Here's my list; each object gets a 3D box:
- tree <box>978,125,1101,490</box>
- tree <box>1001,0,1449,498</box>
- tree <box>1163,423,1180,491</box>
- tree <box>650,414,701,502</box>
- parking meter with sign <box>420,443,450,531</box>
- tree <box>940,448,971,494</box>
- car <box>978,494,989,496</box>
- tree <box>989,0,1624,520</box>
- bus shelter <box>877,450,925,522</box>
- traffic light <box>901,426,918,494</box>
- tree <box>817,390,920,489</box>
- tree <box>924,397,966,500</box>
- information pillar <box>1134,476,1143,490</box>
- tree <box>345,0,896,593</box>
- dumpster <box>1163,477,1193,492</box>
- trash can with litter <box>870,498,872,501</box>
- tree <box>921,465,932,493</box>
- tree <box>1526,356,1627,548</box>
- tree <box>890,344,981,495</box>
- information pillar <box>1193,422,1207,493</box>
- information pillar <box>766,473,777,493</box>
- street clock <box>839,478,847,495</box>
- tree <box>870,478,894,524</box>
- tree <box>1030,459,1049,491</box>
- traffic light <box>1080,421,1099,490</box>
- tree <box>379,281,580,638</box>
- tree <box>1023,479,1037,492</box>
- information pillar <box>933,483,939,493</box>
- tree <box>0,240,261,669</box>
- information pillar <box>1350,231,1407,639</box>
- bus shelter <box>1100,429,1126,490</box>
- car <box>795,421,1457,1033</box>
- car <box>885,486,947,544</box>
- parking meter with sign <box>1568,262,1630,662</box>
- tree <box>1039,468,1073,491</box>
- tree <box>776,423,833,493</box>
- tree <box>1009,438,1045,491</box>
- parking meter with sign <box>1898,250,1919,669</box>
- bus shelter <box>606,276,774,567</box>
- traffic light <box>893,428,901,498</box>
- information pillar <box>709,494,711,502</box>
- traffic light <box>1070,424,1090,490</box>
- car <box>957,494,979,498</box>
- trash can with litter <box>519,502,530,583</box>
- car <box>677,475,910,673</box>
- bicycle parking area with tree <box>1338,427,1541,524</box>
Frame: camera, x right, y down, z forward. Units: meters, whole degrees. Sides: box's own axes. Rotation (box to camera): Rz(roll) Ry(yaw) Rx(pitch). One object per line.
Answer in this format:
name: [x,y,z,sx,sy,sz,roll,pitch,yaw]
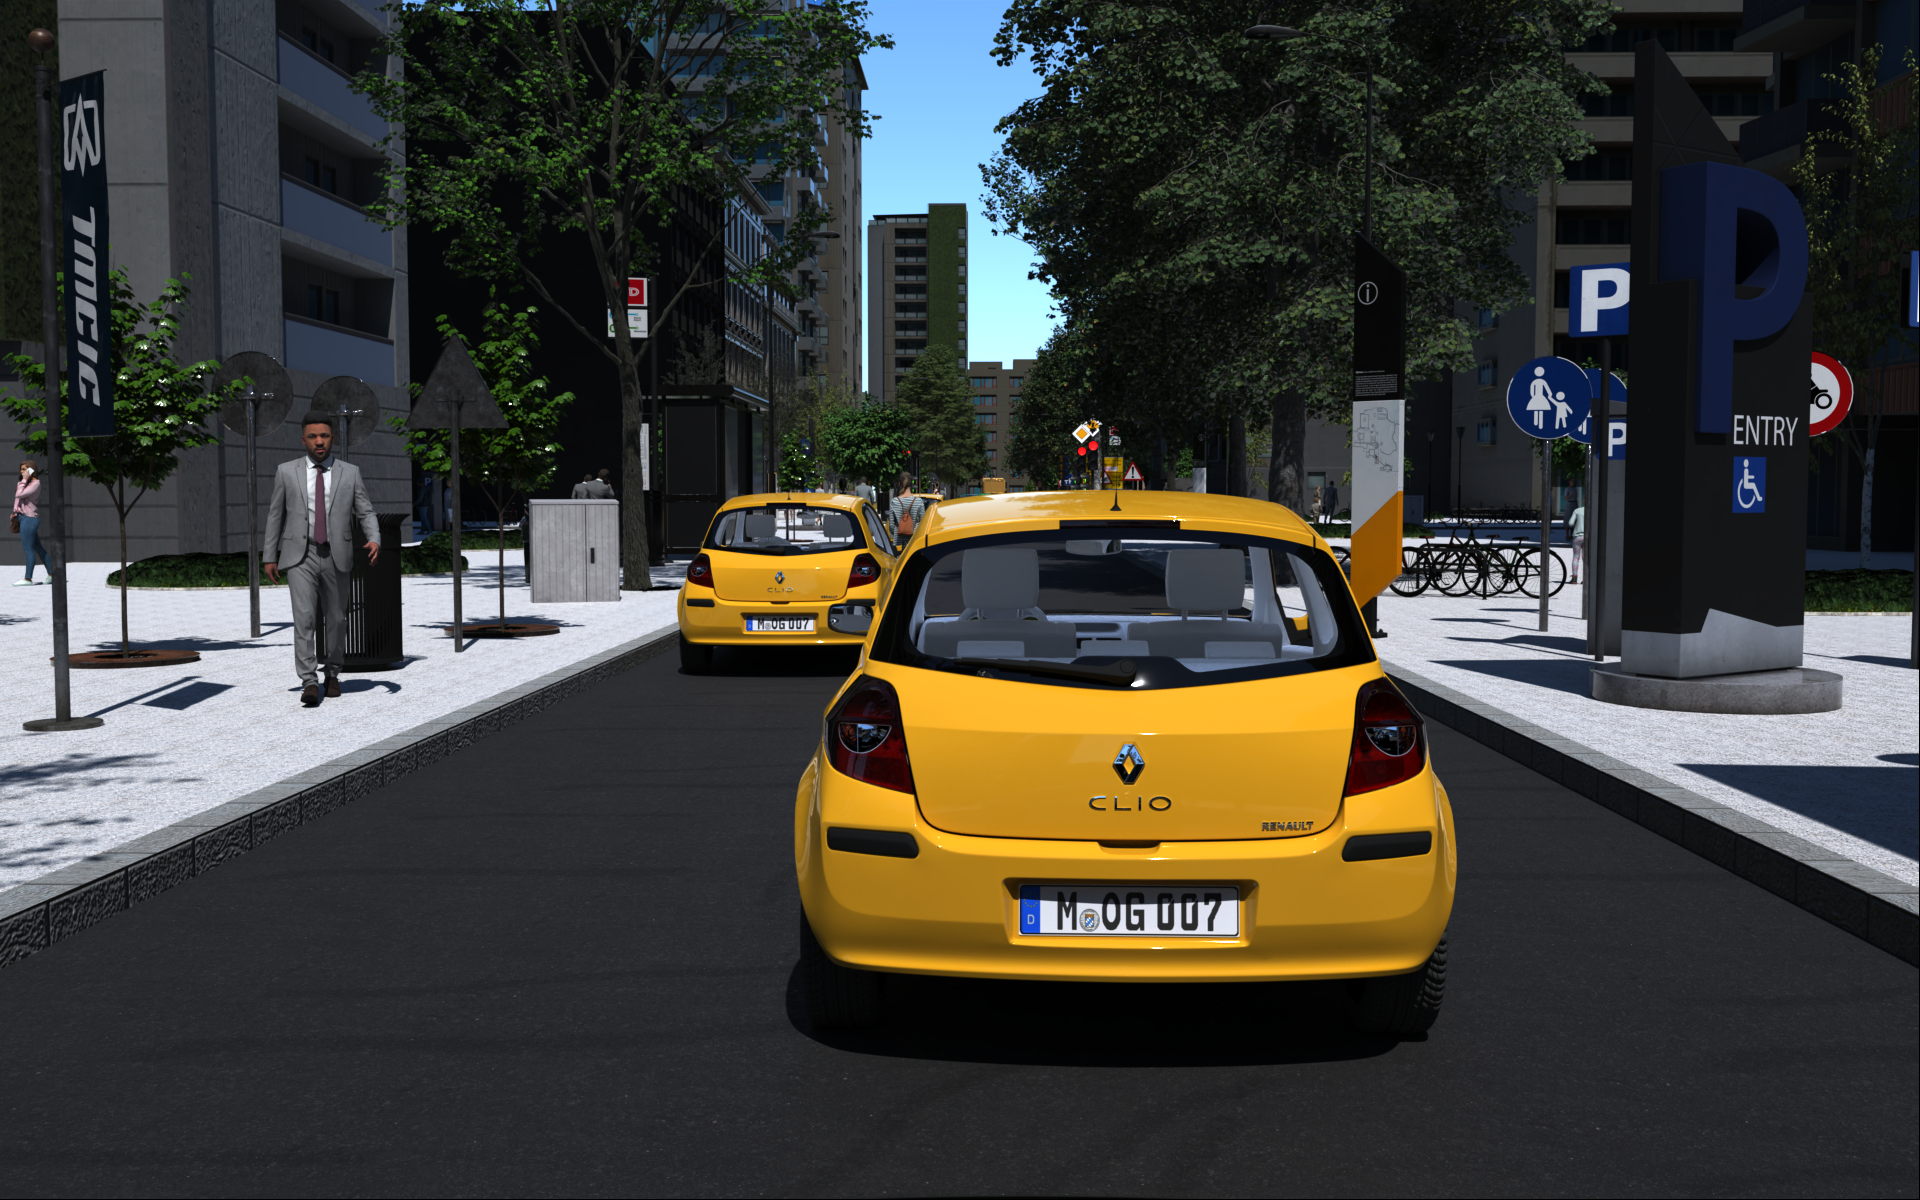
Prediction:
tree: [7.926,-13.776,81.123,12.611,20.169,13.585,0,3,0]
tree: [5.704,-7.253,35.601,9.611,12.733,9.660,0,3,0]
tree: [5.924,-7.500,48.376,9.928,11.665,9.643,0,3,0]
tree: [-8.316,-4.370,55.156,4.285,4.588,4.351,0,3,0]
parking meter with sign: [-18.226,-3.892,59.903,0.543,3.016,1.738,1,4,9]
tree: [-0.534,-15.670,206.567,4.360,8.622,3.978,0,3,0]
car: [2.283,-9.134,158.135,1.959,1.807,4.718,0,4,1]
tree: [4.629,-7.212,24.567,9.857,13.997,8.962,0,3,0]
bus shelter: [-2.955,-6.534,84.458,2.179,5.291,8.768,0,4,1]
traffic light: [-2.113,-4.925,69.439,0.839,4.253,0.868,0,4,1]
tree: [-2.852,-4.345,54.756,4.285,4.588,4.351,0,3,0]
tree: [-0.744,-16.778,191.332,9.611,12.733,9.660,0,3,0]
information pillar: [7.410,-4.131,72.029,0.304,2.012,0.304,-2,4,-33]
tree: [-4.462,-5.939,22.855,9.928,11.665,9.643,0,3,0]
dumpster: [7.817,-3.360,60.691,1.264,1.857,1.865,0,4,1]
trash can with litter: [-3.629,-2.909,58.626,2.233,1.210,1.678,-2,4,-32]
tree: [-2.489,-6.368,98.711,1.663,3.219,1.824,0,3,0]
tree: [15.106,-3.528,41.390,4.285,4.588,4.351,0,3,0]
tree: [-2.092,-13.053,131.541,7.486,12.596,7.792,0,3,0]
information pillar: [7.585,-3.879,54.779,0.183,3.616,0.504,-3,5,-43]
information pillar: [-6.459,-3.353,59.317,0.304,2.012,0.304,-1,4,-23]
street clock: [-5.383,-4.595,79.698,0.358,2.002,0.471,-2,4,-24]
tree: [-3.327,-4.918,75.017,1.663,3.219,1.824,0,3,0]
tree: [8.280,-14.293,184.053,4.360,8.622,3.978,0,3,0]
traffic light: [4.678,-4.428,61.325,0.839,4.253,0.868,0,4,1]
tree: [-4.232,-1.307,15.978,1.663,3.219,1.824,0,3,0]
tree: [8.095,-12.669,201.736,1.663,3.219,1.824,0,3,0]
information pillar: [-1.554,-6.544,111.485,0.304,2.012,0.304,-2,4,-32]
tree: [-6.464,-1.137,13.198,1.663,3.219,1.824,0,3,0]
information pillar: [3.699,-1.469,15.380,0.504,3.616,0.183,3,5,44]
bus shelter: [8.377,-7.457,99.559,2.179,5.291,8.768,0,4,1]
car: [0.476,0.255,6.054,2.015,1.641,3.980,0,4,2]
car: [-0.964,-2.093,44.450,2.015,1.641,3.980,0,4,2]
parking meter with sign: [5.373,-1.077,13.875,0.543,3.016,1.738,2,4,35]
tree: [7.651,-9.396,137.335,4.285,4.588,4.351,0,3,0]
tree: [-4.486,-3.155,46.193,1.663,3.219,1.824,0,3,0]
tree: [7.778,-13.468,154.608,7.601,10.594,8.767,1,4,9]
parking meter with sign: [7.387,-0.955,11.874,0.543,3.016,1.738,-2,4,-27]
bus shelter: [-5.357,-3.484,34.602,2.179,5.291,8.768,0,4,1]
traffic light: [-2.282,-4.436,61.455,0.839,4.253,0.868,0,4,1]
information pillar: [-6.420,-2.517,45.646,0.304,2.012,0.304,1,4,20]
traffic light: [4.847,-4.917,69.308,0.839,4.253,0.868,0,4,1]
car: [0.526,-5.658,104.302,2.131,1.459,4.920,0,4,0]
trash can with litter: [-5.831,-0.838,25.093,1.055,1.170,0.624,-1,4,-20]
car: [-1.369,-0.308,15.264,2.015,1.641,3.980,0,4,1]
bicycle parking area with tree: [21.286,-5.487,76.714,9.016,4.147,8.231,1,4,15]
